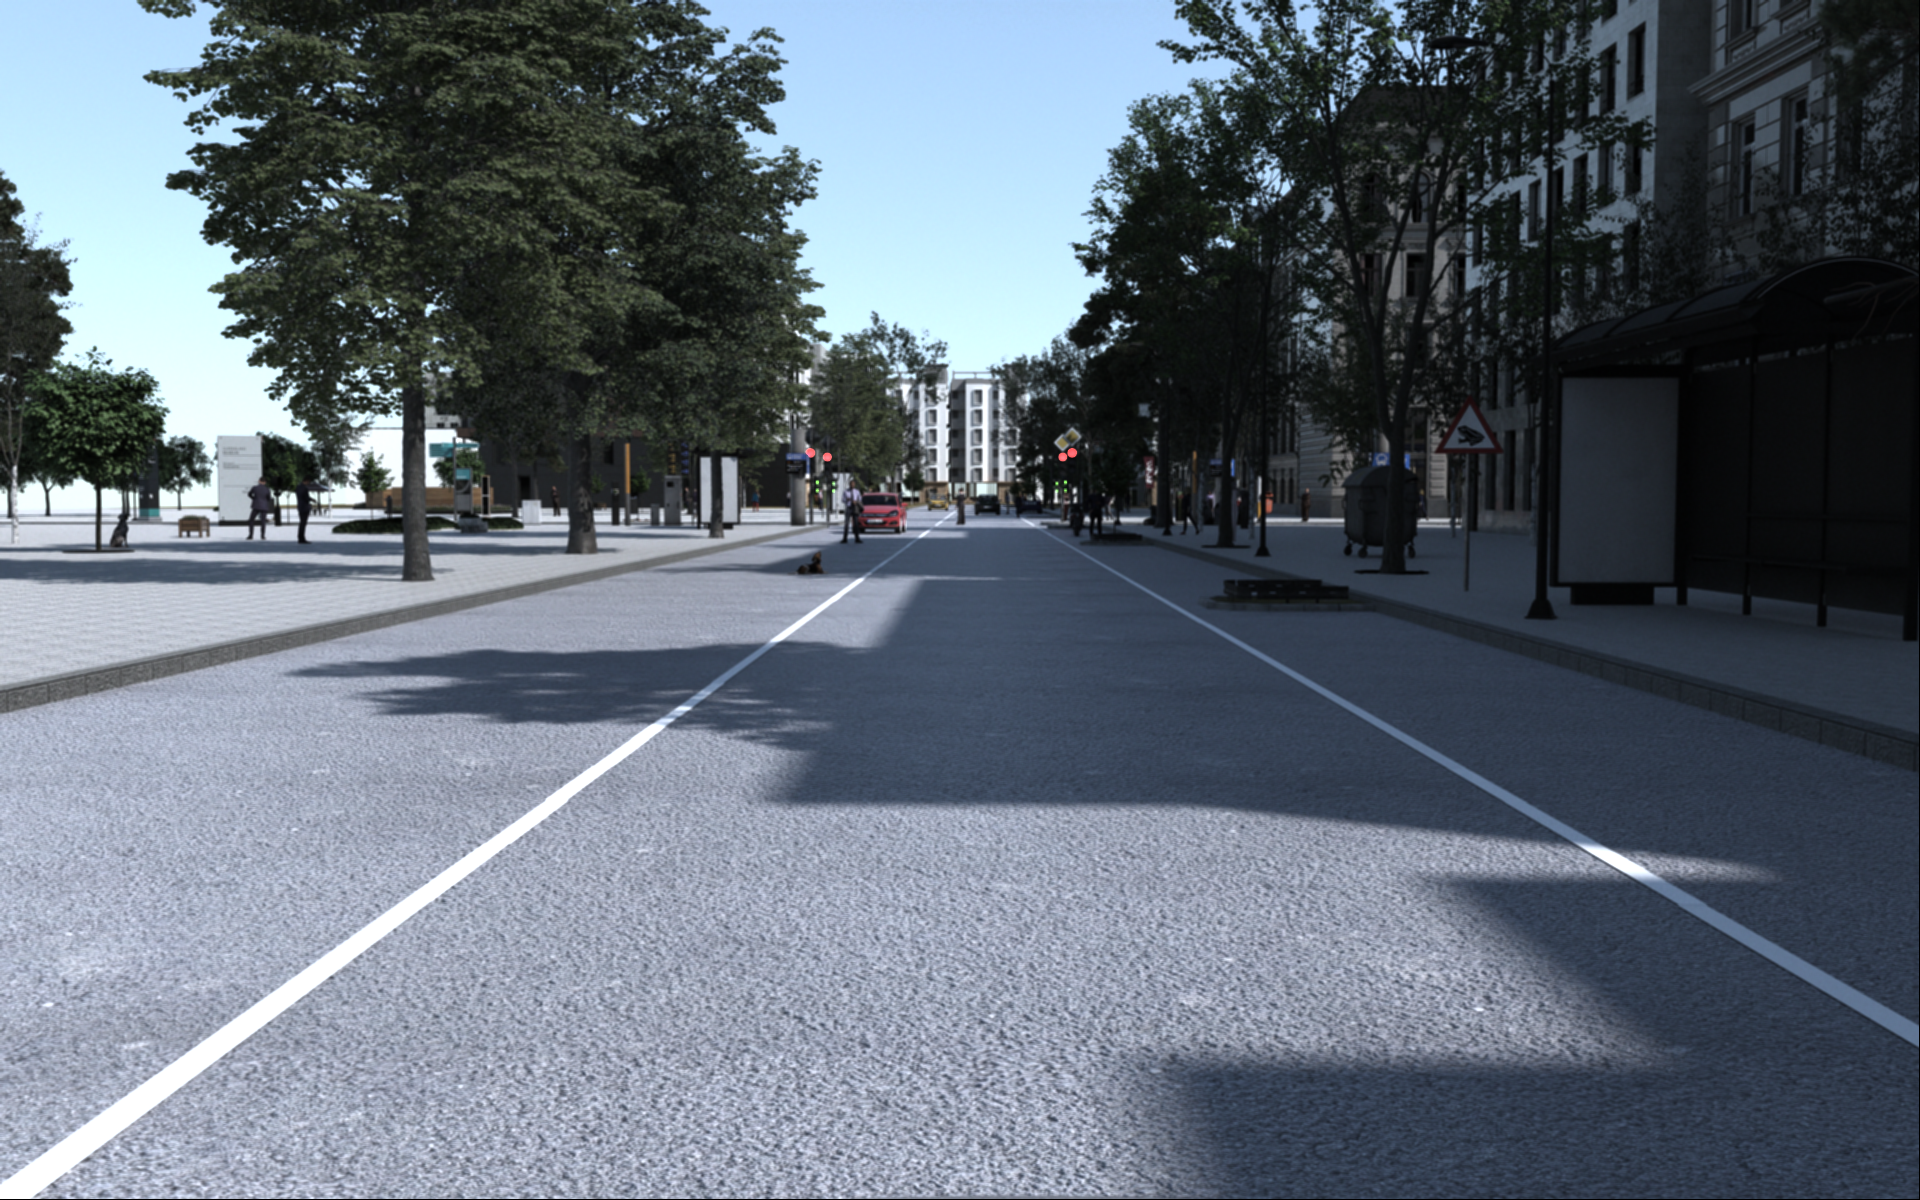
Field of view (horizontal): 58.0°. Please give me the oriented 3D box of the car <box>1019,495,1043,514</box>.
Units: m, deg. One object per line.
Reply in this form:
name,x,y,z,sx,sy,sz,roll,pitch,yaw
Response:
car,5.084,-6.936,125.981,1.945,1.354,3.894,0,3,0

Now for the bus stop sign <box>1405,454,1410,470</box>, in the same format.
bus stop sign,17.913,-5.032,71.290,0.837,3.901,0.837,-1,4,-22

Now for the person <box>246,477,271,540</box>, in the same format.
person,-19.819,-2.594,48.910,0.683,1.767,0.568,-2,4,-26

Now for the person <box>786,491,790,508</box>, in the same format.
person,-15.291,-8.959,154.739,0.590,1.554,0.614,-2,4,-23

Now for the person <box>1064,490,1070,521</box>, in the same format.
person,5.119,-4.479,83.185,0.517,1.644,0.566,0,4,0

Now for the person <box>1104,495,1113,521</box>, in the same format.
person,7.235,-4.626,83.881,0.471,1.553,0.569,-1,4,-16

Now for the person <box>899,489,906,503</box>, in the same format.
person,-6.915,-12.167,204.966,1.348,1.826,0.705,1,4,13

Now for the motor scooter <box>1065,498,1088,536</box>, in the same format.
motor scooter,3.998,-2.844,59.280,0.815,1.314,1.986,0,4,3

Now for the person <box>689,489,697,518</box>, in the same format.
person,-14.098,-5.113,91.851,0.569,1.553,0.471,0,4,4

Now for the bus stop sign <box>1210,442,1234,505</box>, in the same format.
bus stop sign,12.357,-5.666,81.658,0.837,3.901,0.837,3,4,38

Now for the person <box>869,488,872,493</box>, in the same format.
person,-7.395,-8.296,142.231,0.434,1.755,0.990,-2,4,-24

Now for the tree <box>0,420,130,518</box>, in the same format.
tree,-50.948,-8.352,99.459,11.467,7.101,20.602,-2,4,-27

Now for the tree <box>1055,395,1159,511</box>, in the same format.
tree,12.079,-12.672,129.241,6.751,12.117,7.091,0,3,0

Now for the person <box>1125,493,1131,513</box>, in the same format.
person,11.691,-6.833,120.309,0.480,1.512,0.613,-1,4,-22

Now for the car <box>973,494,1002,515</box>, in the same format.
car,1.881,-6.670,118.844,2.009,1.686,4.222,0,4,0

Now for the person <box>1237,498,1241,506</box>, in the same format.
person,13.751,-4.715,85.604,0.523,1.526,0.387,-2,4,-32

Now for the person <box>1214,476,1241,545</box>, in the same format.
person,6.766,-2.247,43.458,0.551,1.740,0.621,0,4,1

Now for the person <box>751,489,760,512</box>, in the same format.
person,-14.407,-6.991,122.057,0.444,1.614,0.593,-3,4,-37

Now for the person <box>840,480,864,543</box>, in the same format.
person,-3.142,-2.577,50.504,0.709,1.838,0.599,-1,4,-14

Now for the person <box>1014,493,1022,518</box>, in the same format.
person,3.561,-5.778,105.511,0.480,1.512,0.613,-1,4,-18

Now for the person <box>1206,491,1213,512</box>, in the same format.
person,12.761,-4.822,88.119,0.421,1.427,0.697,-1,4,-10

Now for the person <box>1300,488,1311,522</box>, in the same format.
person,16.083,-4.417,80.534,0.388,1.546,0.482,-3,5,-42

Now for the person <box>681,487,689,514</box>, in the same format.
person,-17.749,-6.429,111.691,0.750,1.759,0.617,-1,4,-9

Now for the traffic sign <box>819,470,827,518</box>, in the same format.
traffic sign,-7.407,-5.714,93.431,0.884,2.594,0.081,1,4,9

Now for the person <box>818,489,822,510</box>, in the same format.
person,-11.179,-8.098,139.376,0.436,1.711,0.756,0,4,-5

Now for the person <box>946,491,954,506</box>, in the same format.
person,-1.304,-11.734,200.865,1.217,1.766,0.721,0,3,0

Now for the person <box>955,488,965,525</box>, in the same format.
person,0.037,-4.413,81.454,0.445,1.727,0.742,1,4,8

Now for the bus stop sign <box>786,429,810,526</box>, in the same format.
bus stop sign,-6.553,-4.955,70.031,0.837,3.901,0.837,0,4,3

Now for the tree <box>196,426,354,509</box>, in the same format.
tree,-59.096,-11.129,144.868,11.467,7.101,20.602,0,3,0

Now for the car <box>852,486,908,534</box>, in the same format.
car,-2.972,-3.357,63.934,2.155,1.783,4.494,0,4,2

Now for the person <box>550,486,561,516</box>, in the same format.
person,-23.517,-5.747,100.686,0.565,1.739,0.600,-1,4,-15

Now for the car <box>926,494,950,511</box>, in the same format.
car,-1.877,-8.501,149.216,2.015,1.641,3.980,0,4,0

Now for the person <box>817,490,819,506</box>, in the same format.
person,-15.707,-11.420,193.287,0.721,1.766,1.217,1,4,13

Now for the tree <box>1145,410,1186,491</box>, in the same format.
tree,14.814,-10.299,118.751,4.737,8.622,4.395,0,3,0

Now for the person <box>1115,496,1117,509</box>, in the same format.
person,13.129,-8.461,145.843,0.415,1.643,0.593,0,4,-2

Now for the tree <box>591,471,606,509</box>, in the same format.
tree,-30.801,-9.264,146.067,1.663,3.219,1.824,0,3,0

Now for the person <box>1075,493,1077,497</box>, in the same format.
person,9.721,-8.295,142.358,0.565,1.739,0.600,3,4,38

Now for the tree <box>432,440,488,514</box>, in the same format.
tree,-30.207,-7.404,104.768,4.285,4.588,4.351,0,3,0

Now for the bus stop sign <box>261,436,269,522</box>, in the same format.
bus stop sign,-31.969,-5.549,79.436,0.416,3.939,0.855,-2,4,-24

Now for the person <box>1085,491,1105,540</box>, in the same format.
person,4.274,-2.752,54.207,0.576,1.737,0.504,-1,4,-22

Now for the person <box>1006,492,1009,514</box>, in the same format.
person,3.382,-6.947,124.153,0.319,1.574,0.516,0,4,4

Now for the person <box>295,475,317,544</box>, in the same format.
person,-16.969,-2.355,45.003,0.683,1.767,0.568,3,5,41

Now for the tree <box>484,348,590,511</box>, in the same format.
tree,-32.222,-13.704,131.478,7.806,13.903,7.818,0,3,0

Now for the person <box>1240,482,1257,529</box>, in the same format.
person,10.678,-3.500,64.073,0.742,1.727,0.445,2,4,32

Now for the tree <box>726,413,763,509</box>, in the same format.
tree,-18.328,-12.026,146.992,4.737,8.622,4.395,0,3,0

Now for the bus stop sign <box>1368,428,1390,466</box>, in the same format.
bus stop sign,16.732,-4.890,68.967,0.837,3.901,0.837,0,4,6

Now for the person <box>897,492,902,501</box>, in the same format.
person,-4.313,-6.900,123.517,0.471,1.553,0.569,-2,4,-28

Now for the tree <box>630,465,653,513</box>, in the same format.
tree,-21.425,-7.418,115.880,1.663,3.219,1.824,0,3,0

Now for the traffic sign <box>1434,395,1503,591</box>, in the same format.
traffic sign,6.693,-1.396,22.834,0.884,2.594,0.081,0,4,6

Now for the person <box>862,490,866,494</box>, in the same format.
person,-6.591,-6.824,119.824,0.590,1.554,0.614,2,4,25

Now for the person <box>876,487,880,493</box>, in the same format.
person,-3.404,-3.846,72.308,0.541,1.710,0.530,1,4,9

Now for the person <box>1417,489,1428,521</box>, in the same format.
person,22.358,-4.593,83.676,0.613,1.512,0.480,2,4,31

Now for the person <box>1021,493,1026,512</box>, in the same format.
person,5.125,-7.985,140.765,0.444,1.614,0.593,0,4,-1

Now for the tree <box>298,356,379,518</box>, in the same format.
tree,-33.140,-8.632,91.499,4.360,8.622,3.978,0,3,0

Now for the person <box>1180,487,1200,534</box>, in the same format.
person,7.276,-2.831,54.877,0.613,1.512,0.480,0,4,-1
